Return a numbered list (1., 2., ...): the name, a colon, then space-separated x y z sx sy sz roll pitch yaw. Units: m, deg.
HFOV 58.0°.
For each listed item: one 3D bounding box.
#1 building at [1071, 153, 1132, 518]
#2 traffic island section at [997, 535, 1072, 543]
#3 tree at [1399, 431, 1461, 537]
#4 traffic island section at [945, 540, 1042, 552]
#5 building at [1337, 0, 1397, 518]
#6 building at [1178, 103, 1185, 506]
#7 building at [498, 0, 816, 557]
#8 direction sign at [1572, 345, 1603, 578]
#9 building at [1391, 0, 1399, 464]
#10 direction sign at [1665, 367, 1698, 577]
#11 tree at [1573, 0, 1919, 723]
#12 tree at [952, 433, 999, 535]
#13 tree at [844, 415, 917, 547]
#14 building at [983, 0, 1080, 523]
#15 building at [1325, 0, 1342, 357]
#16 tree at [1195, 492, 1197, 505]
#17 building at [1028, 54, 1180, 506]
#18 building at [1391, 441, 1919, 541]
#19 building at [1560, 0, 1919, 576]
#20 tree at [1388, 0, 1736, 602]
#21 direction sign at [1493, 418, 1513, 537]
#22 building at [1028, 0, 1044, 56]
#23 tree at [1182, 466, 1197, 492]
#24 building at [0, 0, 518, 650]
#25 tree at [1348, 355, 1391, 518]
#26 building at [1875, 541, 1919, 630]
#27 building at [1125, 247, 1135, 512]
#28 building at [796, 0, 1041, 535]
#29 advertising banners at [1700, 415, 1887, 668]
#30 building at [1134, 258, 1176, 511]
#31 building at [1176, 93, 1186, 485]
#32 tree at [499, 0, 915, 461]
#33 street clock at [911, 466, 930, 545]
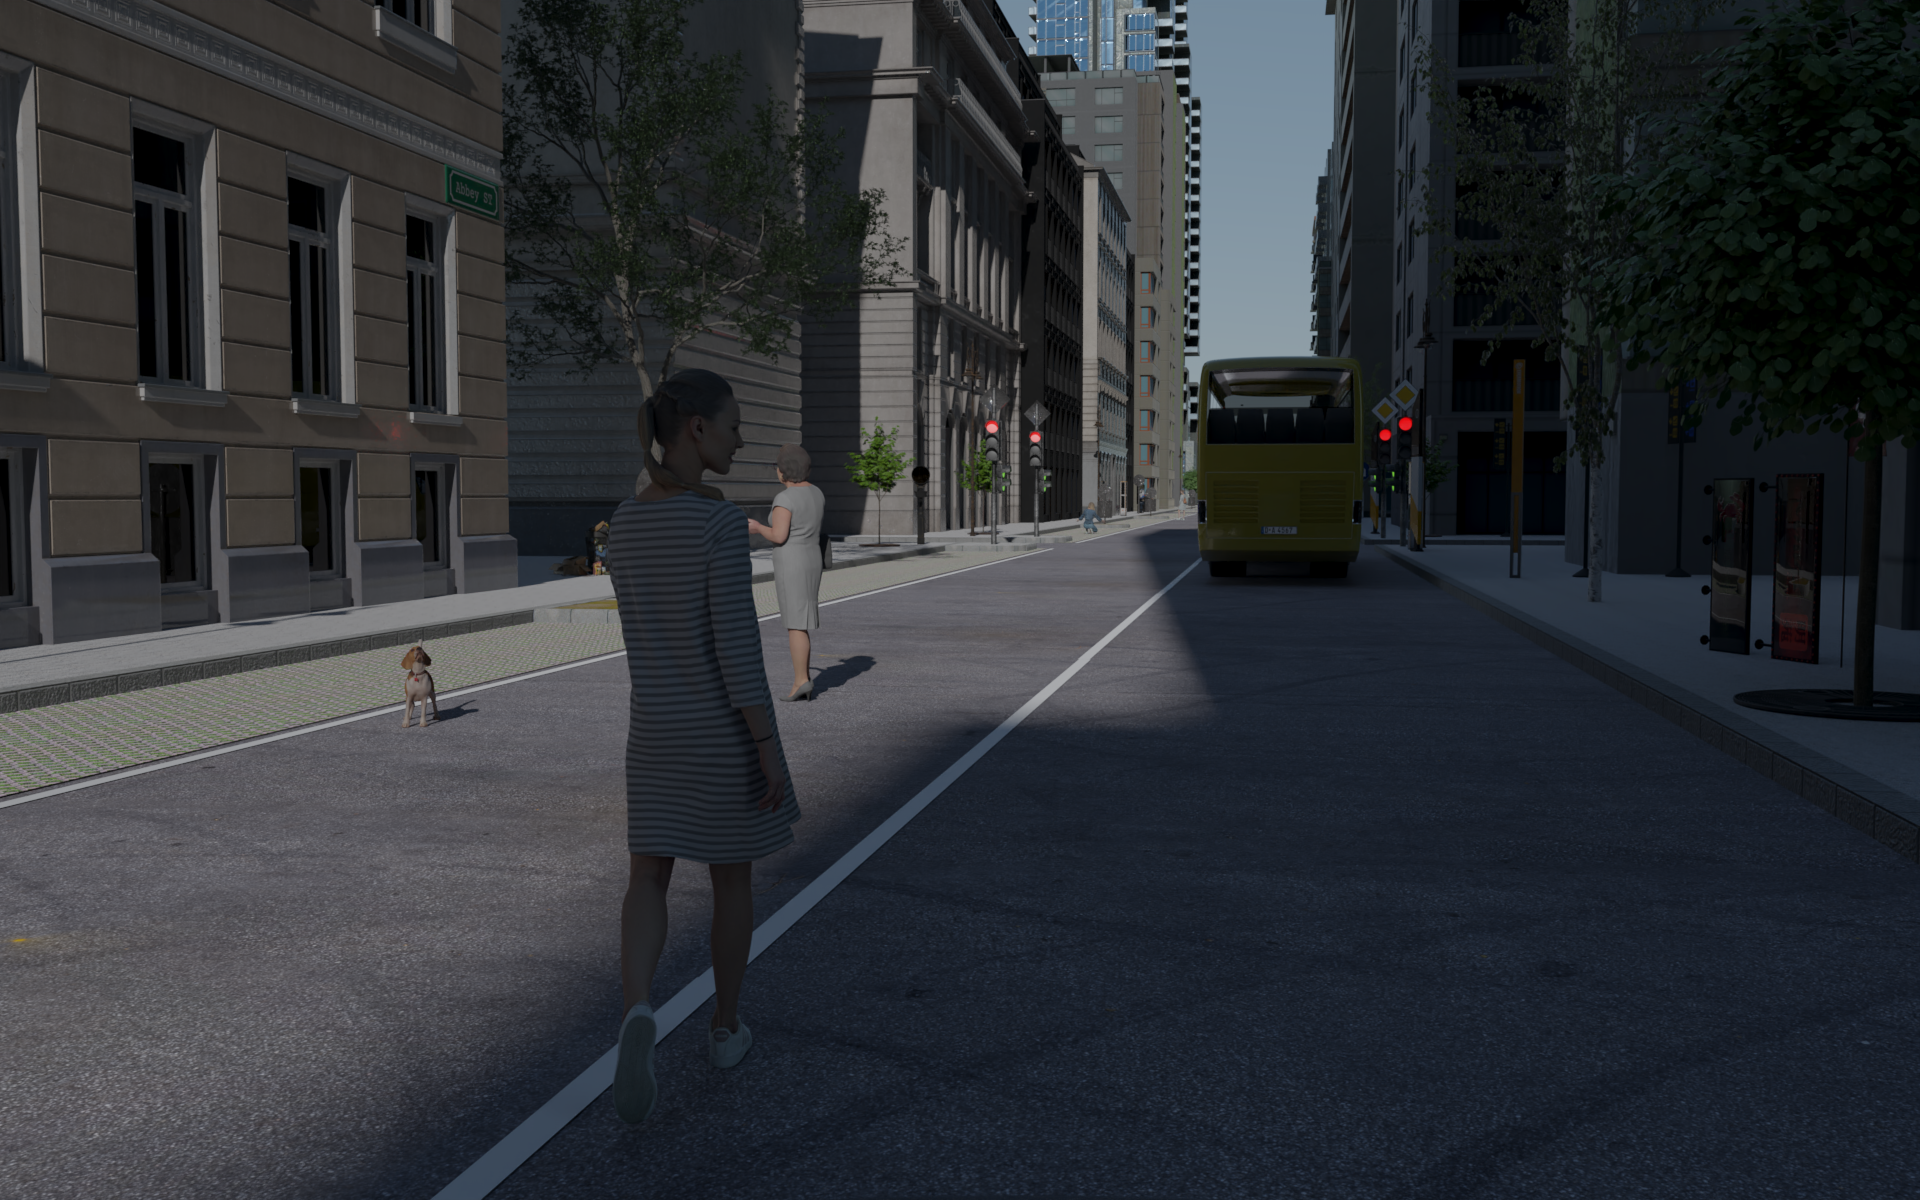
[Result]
1. building: 4.374 -15.436 101.523 9.793 20.994 18.267 1 4 10
2. traffic island section: 2.280 -1.824 52.103 2.009 0.180 2.903 1 4 10
3. tree: 13.913 -3.514 52.059 1.663 3.219 1.824 0 3 0
4. traffic island section: 0.843 -1.344 44.247 2.009 0.180 2.903 1 4 10
5. building: 33.547 -29.220 101.456 21.300 48.544 21.600 1 4 10
6. building: 15.473 -30.193 177.256 14.154 41.232 14.086 1 4 10
7. building: -13.962 -12.965 40.852 19.941 23.489 11.050 1 4 10
8. direction sign: 9.662 -2.120 26.656 0.379 3.537 0.876 3 5 43
9. building: 26.860 -26.078 76.494 14.600 45.320 14.200 1 4 10
10. direction sign: 11.131 -2.125 26.735 0.379 3.537 0.876 0 4 -3
11. tree: 5.451 -1.620 10.202 4.285 4.588 4.351 0 3 0
12. tree: 0.827 -3.696 55.034 1.663 3.219 1.824 0 3 0
13. tree: -2.023 -2.929 42.497 1.663 3.219 1.824 0 3 0
14. building: -0.936 -15.623 85.118 12.332 23.373 15.834 1 4 10
15. building: 48.598 -34.947 160.615 28.713 52.752 27.495 1 4 10
16. tree: 28.284 -13.073 208.350 1.663 3.219 1.824 0 3 0
17. building: 12.840 -29.349 163.444 14.154 41.232 14.086 1 4 10
18. building: 26.486 -38.002 59.584 20.611 71.187 20.563 1 4 10
19. building: 18.633 -21.302 31.887 14.154 41.232 14.086 1 4 10
20. tree: 7.326 -4.284 20.405 4.360 8.622 3.978 0 3 0
21. direction sign: 16.384 -3.658 51.802 0.876 3.537 0.379 0 4 0
22. building: 20.149 -55.799 224.976 22.319 86.520 31.000 1 4 10
23. tree: 27.140 -13.337 201.767 4.285 4.588 4.351 0 3 0
24. building: -13.925 -13.978 14.442 13.634 28.700 20.117 1 4 10
25. tree: 21.108 -8.579 90.635 4.737 8.622 4.395 0 3 0
26. building: 17.199 -34.541 2.993 20.563 71.187 20.611 1 4 10
27. building: 5.175 -17.684 118.813 12.332 23.373 15.834 1 4 10
28. building: -5.154 -13.694 65.695 13.314 21.916 24.055 1 4 10
29. advertising banners: 6.385 -1.041 13.201 0.090 3.025 2.074 -1 4 -13
30. building: 3.097 -18.255 143.501 27.650 21.520 28.899 1 4 10
31. building: 17.482 -33.109 191.434 14.600 45.320 14.200 1 4 10
32. tree: -4.974 -5.767 28.703 8.767 10.594 7.601 -1 4 -12
33. street clock: -0.995 -2.414 44.043 0.471 2.002 0.358 0 4 1
